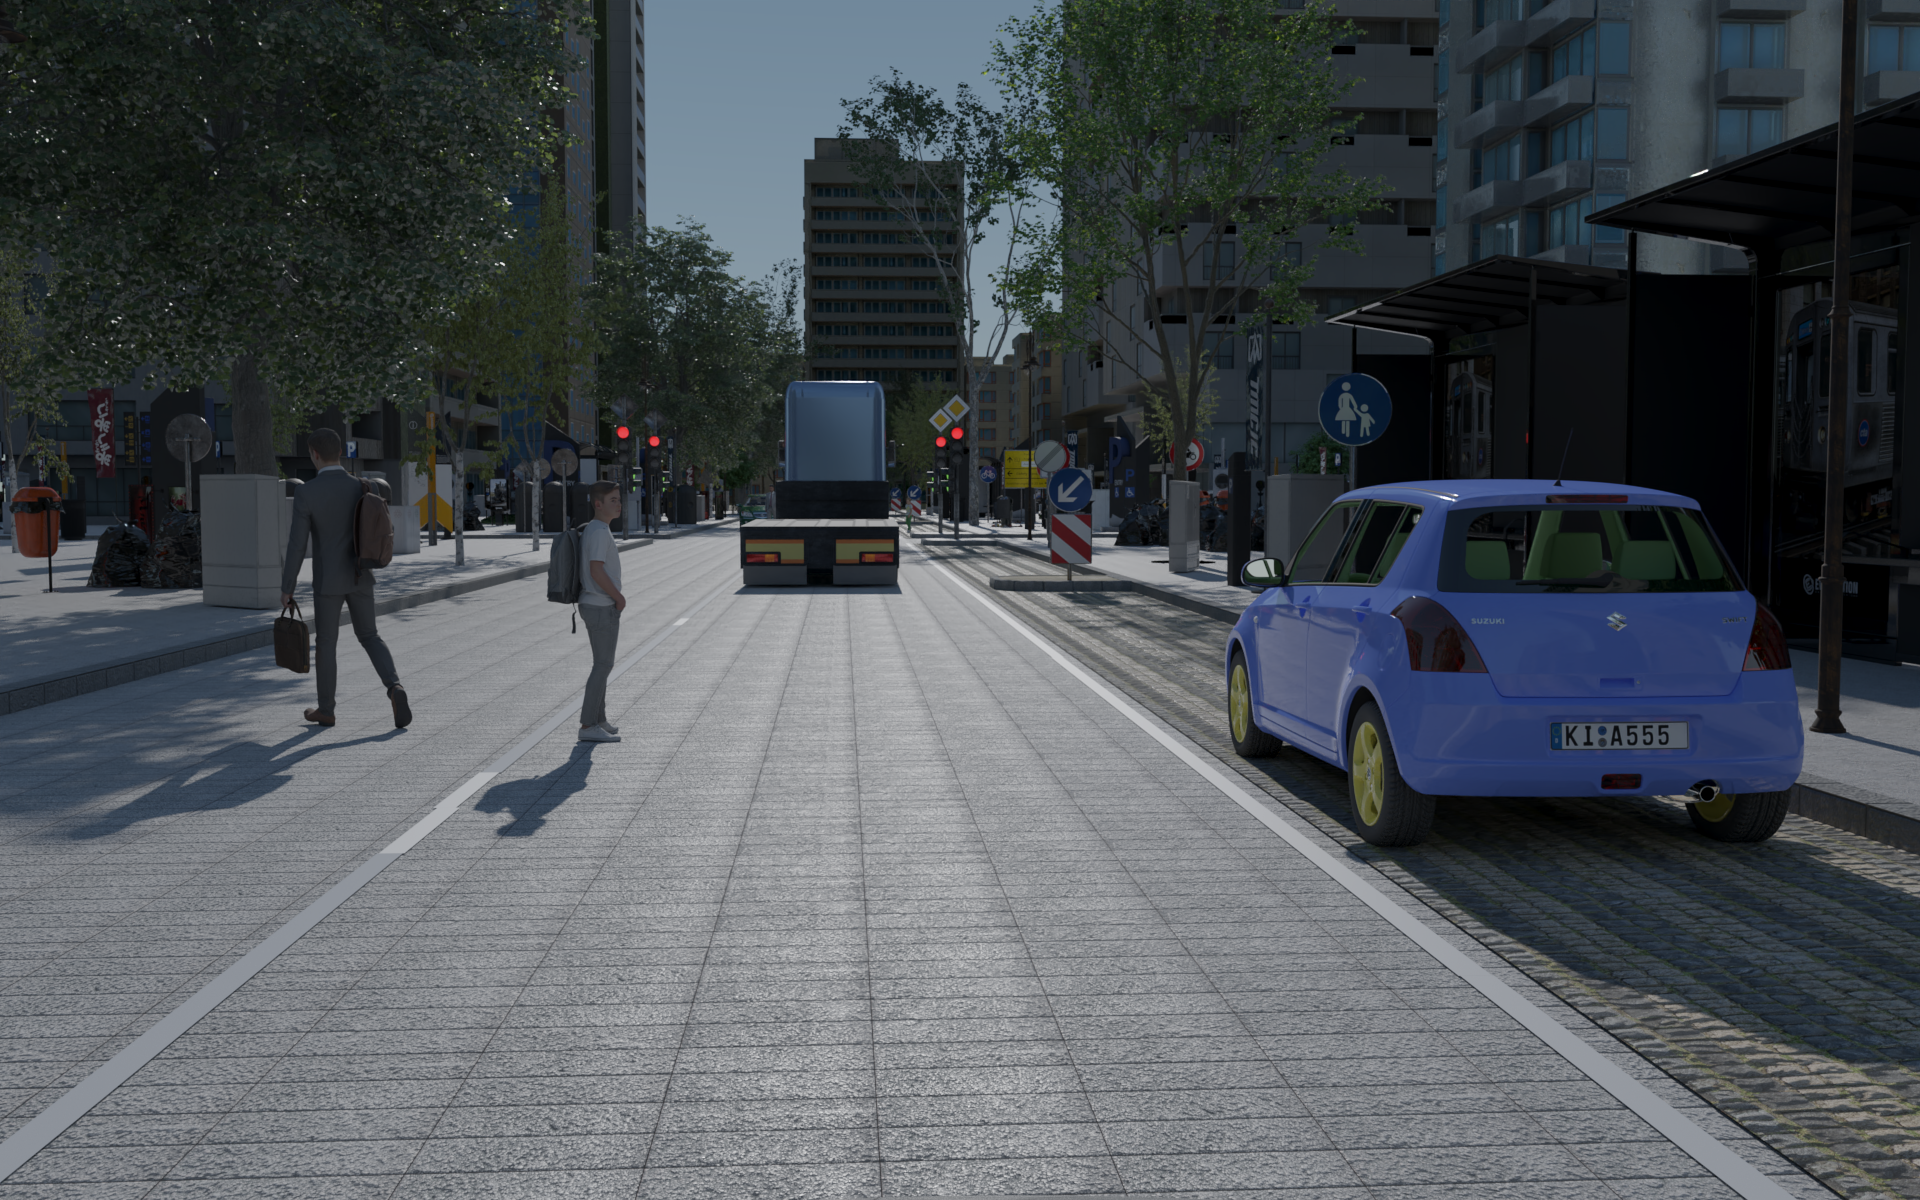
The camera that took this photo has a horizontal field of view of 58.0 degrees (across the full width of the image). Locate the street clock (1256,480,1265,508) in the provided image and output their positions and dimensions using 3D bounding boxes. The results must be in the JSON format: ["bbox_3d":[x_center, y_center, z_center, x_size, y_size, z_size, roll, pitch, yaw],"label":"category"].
[{"bbox_3d":[15.753,-5.275,90.813,0.471,2.002,0.358,3,5,45],"label":"street clock"}]

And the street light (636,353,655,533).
[{"bbox_3d":[-10.315,-5.146,56.924,0.468,5.910,1.993,0,4,-4],"label":"street light"}]

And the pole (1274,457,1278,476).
[{"bbox_3d":[17.448,-6.224,95.604,0.158,3.312,0.155,0,3,0],"label":"pole"}]

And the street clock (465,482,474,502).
[{"bbox_3d":[-29.485,-6.095,104.219,0.471,2.002,0.358,-3,4,-37],"label":"street clock"}]

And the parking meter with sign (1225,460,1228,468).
[{"bbox_3d":[13.597,-5.670,88.963,0.543,3.016,1.738,-1,4,-12],"label":"parking meter with sign"}]

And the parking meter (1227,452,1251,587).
[{"bbox_3d":[3.895,-1.129,24.169,0.255,1.863,0.399,0,4,-5],"label":"parking meter"}]

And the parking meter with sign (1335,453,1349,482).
[{"bbox_3d":[16.894,-4.742,73.798,1.738,3.016,0.543,-1,4,-11],"label":"parking meter with sign"}]

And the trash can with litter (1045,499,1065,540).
[{"bbox_3d":[2.742,-2.198,47.317,0.624,1.170,1.055,-2,4,-23],"label":"trash can with litter"}]

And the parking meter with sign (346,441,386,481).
[{"bbox_3d":[-19.608,-3.778,58.036,0.543,3.016,1.738,3,4,37],"label":"parking meter with sign"}]

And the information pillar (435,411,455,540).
[{"bbox_3d":[-14.513,-3.506,48.680,0.504,3.616,0.183,-3,5,-40],"label":"information pillar"}]

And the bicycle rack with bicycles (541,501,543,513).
[{"bbox_3d":[-23.764,-5.311,100.209,2.925,0.926,2.852,1,4,14],"label":"bicycle rack with bicycles"}]

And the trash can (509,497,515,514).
[{"bbox_3d":[-20.503,-4.187,80.106,0.748,1.137,0.748,0,3,0],"label":"trash can"}]

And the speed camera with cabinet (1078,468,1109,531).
[{"bbox_3d":[4.742,-4.088,61.179,2.038,3.252,0.660,3,5,44],"label":"speed camera with cabinet"}]

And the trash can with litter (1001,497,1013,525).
[{"bbox_3d":[1.814,-3.556,69.522,0.624,1.170,1.055,0,4,1],"label":"trash can with litter"}]

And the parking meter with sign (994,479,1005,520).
[{"bbox_3d":[2.551,-5.514,86.417,1.738,3.016,0.543,1,4,19],"label":"parking meter with sign"}]

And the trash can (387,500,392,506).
[{"bbox_3d":[-13.383,-1.711,39.633,0.748,1.137,0.748,0,3,0],"label":"trash can"}]

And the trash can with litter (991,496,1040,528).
[{"bbox_3d":[2.095,-3.436,67.228,2.233,1.210,1.678,-1,4,-13],"label":"trash can with litter"}]

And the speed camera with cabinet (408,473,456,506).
[{"bbox_3d":[-23.337,-5.029,76.559,2.038,3.252,0.660,-1,4,-13],"label":"speed camera with cabinet"}]

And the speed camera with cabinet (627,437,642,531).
[{"bbox_3d":[-11.524,-4.072,60.914,0.660,3.252,2.038,-1,4,-12],"label":"speed camera with cabinet"}]

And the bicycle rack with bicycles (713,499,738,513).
[{"bbox_3d":[-16.099,-6.527,120.091,2.852,0.926,2.925,1,4,16],"label":"bicycle rack with bicycles"}]

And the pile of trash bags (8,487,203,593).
[{"bbox_3d":[-11.281,-0.861,23.823,1.912,1.369,3.447,2,4,32],"label":"pile of trash bags"}]

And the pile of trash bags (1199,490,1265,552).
[{"bbox_3d":[6.322,-1.845,39.925,1.912,1.369,3.447,0,4,-2],"label":"pile of trash bags"}]

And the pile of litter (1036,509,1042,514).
[{"bbox_3d":[5.745,-6.077,113.321,1.719,0.858,1.176,0,4,2],"label":"pile of litter"}]

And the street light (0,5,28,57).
[{"bbox_3d":[-7.395,-2.444,12.741,0.468,5.910,1.993,0,4,-4],"label":"street light"}]

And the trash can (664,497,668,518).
[{"bbox_3d":[-15.548,-4.979,93.065,0.748,1.137,0.748,0,3,0],"label":"trash can"}]

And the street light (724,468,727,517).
[{"bbox_3d":[-13.048,-7.541,96.076,0.468,5.910,1.993,0,4,-4],"label":"street light"}]

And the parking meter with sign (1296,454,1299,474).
[{"bbox_3d":[15.657,-4.885,76.133,1.738,3.016,0.543,1,4,15],"label":"parking meter with sign"}]

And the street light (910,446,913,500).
[{"bbox_3d":[-3.712,-9.710,131.545,0.468,5.910,1.993,0,4,-4],"label":"street light"}]

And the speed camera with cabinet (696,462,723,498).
[{"bbox_3d":[-15.150,-6.650,103.070,2.038,3.252,0.660,0,3,0],"label":"speed camera with cabinet"}]

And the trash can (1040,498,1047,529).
[{"bbox_3d":[3.314,-3.201,63.988,0.748,1.137,0.748,0,3,0],"label":"trash can"}]

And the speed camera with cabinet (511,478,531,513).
[{"bbox_3d":[-30.448,-7.753,121.090,0.660,3.252,2.038,2,4,31],"label":"speed camera with cabinet"}]

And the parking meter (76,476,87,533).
[{"bbox_3d":[-28.705,-3.112,56.586,0.255,1.863,0.399,-2,4,-28],"label":"parking meter"}]

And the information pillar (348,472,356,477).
[{"bbox_3d":[-20.675,-3.318,58.749,0.304,2.012,0.304,-3,4,-38],"label":"information pillar"}]

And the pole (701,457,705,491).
[{"bbox_3d":[-13.977,-6.137,94.184,0.158,3.312,0.155,0,3,0],"label":"pole"}]

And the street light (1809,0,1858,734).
[{"bbox_3d":[4.689,-2.226,9.179,0.468,5.910,1.993,0,4,-4],"label":"street light"}]

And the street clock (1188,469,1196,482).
[{"bbox_3d":[5.140,-2.089,38.732,0.358,2.002,0.471,0,4,1],"label":"street clock"}]

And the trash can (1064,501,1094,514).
[{"bbox_3d":[2.628,-1.642,38.498,0.748,1.137,0.748,0,3,0],"label":"trash can"}]

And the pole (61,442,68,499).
[{"bbox_3d":[-34.904,-4.506,67.517,0.158,3.312,0.155,0,3,0],"label":"pole"}]

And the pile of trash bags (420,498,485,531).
[{"bbox_3d":[-18.275,-3.131,60.939,3.447,1.369,1.912,3,5,42],"label":"pile of trash bags"}]

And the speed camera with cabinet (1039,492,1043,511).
[{"bbox_3d":[5.139,-8.249,129.201,2.038,3.252,0.660,0,4,1],"label":"speed camera with cabinet"}]

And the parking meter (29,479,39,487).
[{"bbox_3d":[-36.568,-3.831,68.356,0.399,1.863,0.255,0,4,0],"label":"parking meter"}]

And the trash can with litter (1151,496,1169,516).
[{"bbox_3d":[5.238,-2.241,48.022,0.624,1.170,1.055,-3,4,-38],"label":"trash can with litter"}]

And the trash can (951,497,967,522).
[{"bbox_3d":[-0.066,-4.678,88.146,0.748,1.137,0.748,0,3,0],"label":"trash can"}]

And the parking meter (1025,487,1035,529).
[{"bbox_3d":[2.539,-3.341,63.042,0.372,1.533,0.369,0,3,0],"label":"parking meter"}]

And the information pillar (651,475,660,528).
[{"bbox_3d":[-11.656,-3.784,66.354,0.304,2.012,0.304,0,4,-5],"label":"information pillar"}]

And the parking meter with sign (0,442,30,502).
[{"bbox_3d":[-31.901,-3.817,58.662,0.543,3.016,1.738,1,4,19],"label":"parking meter with sign"}]

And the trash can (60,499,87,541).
[{"bbox_3d":[-24.532,-2.215,47.875,0.748,1.137,0.748,0,3,0],"label":"trash can"}]

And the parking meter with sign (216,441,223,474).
[{"bbox_3d":[-24.892,-3.667,56.219,1.738,3.016,0.543,-3,4,-39],"label":"parking meter with sign"}]

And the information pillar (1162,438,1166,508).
[{"bbox_3d":[8.611,-5.001,73.123,0.183,3.616,0.504,0,4,-5],"label":"information pillar"}]

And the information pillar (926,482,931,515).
[{"bbox_3d":[-1.941,-6.301,107.517,0.304,2.012,0.304,-1,4,-11],"label":"information pillar"}]

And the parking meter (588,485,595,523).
[{"bbox_3d":[-9.115,-2.135,43.313,0.372,1.533,0.369,0,3,0],"label":"parking meter"}]

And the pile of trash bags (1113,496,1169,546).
[{"bbox_3d":[5.410,-2.083,43.806,1.912,1.369,3.447,2,4,34],"label":"pile of trash bags"}]

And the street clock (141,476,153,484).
[{"bbox_3d":[-31.981,-3.894,68.239,0.471,2.002,0.358,1,4,9],"label":"street clock"}]

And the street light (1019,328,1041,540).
[{"bbox_3d":[1.953,-4.618,48.295,0.468,5.910,1.993,0,4,-4],"label":"street light"}]

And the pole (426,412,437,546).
[{"bbox_3d":[-13.108,-3.005,42.976,0.158,3.312,0.155,0,3,0],"label":"pole"}]

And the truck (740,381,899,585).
[{"bbox_3d":[-2.658,-2.806,35.632,2.967,4.110,18.799,0,4,-3],"label":"truck"}]

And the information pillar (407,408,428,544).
[{"bbox_3d":[-14.030,-3.269,44.797,0.504,3.616,0.183,-1,4,-11],"label":"information pillar"}]

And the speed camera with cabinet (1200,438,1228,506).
[{"bbox_3d":[8.555,-4.078,61.014,2.038,3.252,0.660,1,4,8],"label":"speed camera with cabinet"}]

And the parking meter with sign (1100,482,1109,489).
[{"bbox_3d":[9.642,-7.243,114.679,1.738,3.016,0.543,1,4,10],"label":"parking meter with sign"}]

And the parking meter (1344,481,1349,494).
[{"bbox_3d":[6.409,-1.263,29.056,0.372,1.533,0.369,0,3,0],"label":"parking meter"}]
